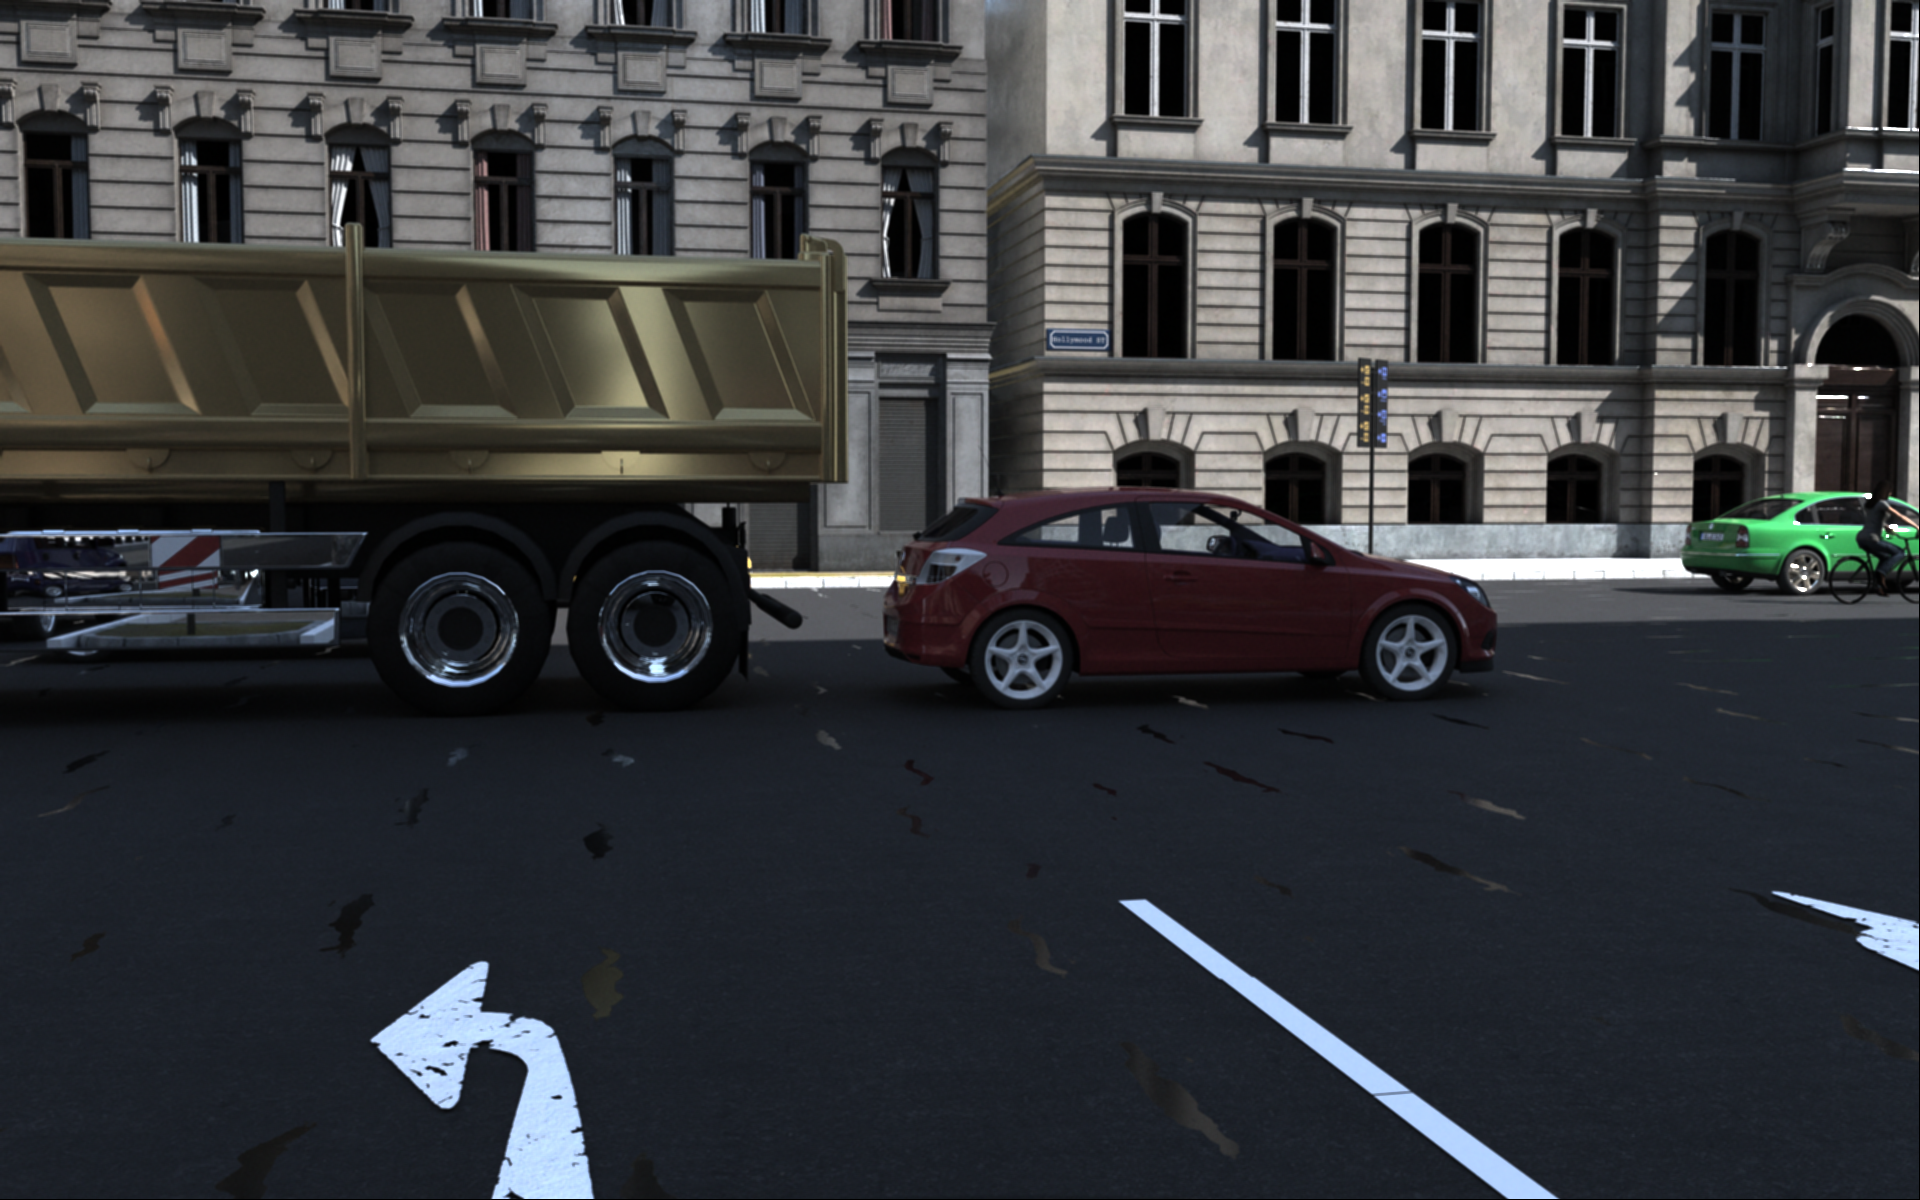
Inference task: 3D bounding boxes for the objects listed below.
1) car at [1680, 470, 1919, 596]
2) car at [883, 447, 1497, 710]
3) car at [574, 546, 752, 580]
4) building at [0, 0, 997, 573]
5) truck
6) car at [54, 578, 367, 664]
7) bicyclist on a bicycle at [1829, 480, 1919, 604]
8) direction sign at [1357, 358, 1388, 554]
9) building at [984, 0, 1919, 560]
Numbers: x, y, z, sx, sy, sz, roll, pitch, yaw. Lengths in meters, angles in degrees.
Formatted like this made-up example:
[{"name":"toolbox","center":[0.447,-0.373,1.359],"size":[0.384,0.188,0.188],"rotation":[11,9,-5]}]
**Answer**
[{"name":"car","center":[13.057,-1.018,25.436],"size":[4.718,1.807,1.959],"rotation":[-1,4,-10]},{"name":"car","center":[1.686,-0.214,12.545],"size":[4.494,1.783,2.155],"rotation":[-1,4,-10]},{"name":"car","center":[-4.709,-0.749,22.476],"size":[3.980,1.641,2.015],"rotation":[-1,4,-11]},{"name":"building","center":[-9.167,-11.129,31.111],"size":[18.267,20.994,9.793],"rotation":[-1,4,-12]},{"name":"truck","center":[-5.770,-0.965,11.702],"size":[9.791,3.379,3.469],"rotation":[-1,4,-12]},{"name":"car","center":[-6.102,-0.226,15.698],"size":[4.499,1.417,2.014],"rotation":[-1,4,-11]},{"name":"bicyclist on a bicycle","center":[12.063,-0.768,22.582],"size":[1.625,1.676,1.499],"rotation":[-1,4,-10]},{"name":"direction sign","center":[6.934,-2.273,29.156],"size":[0.876,3.537,0.379],"rotation":[-3,5,-45]},{"name":"building","center":[16.985,-13.503,39.851],"size":[34.723,24.649,14.460],"rotation":[-1,4,-12]}]
